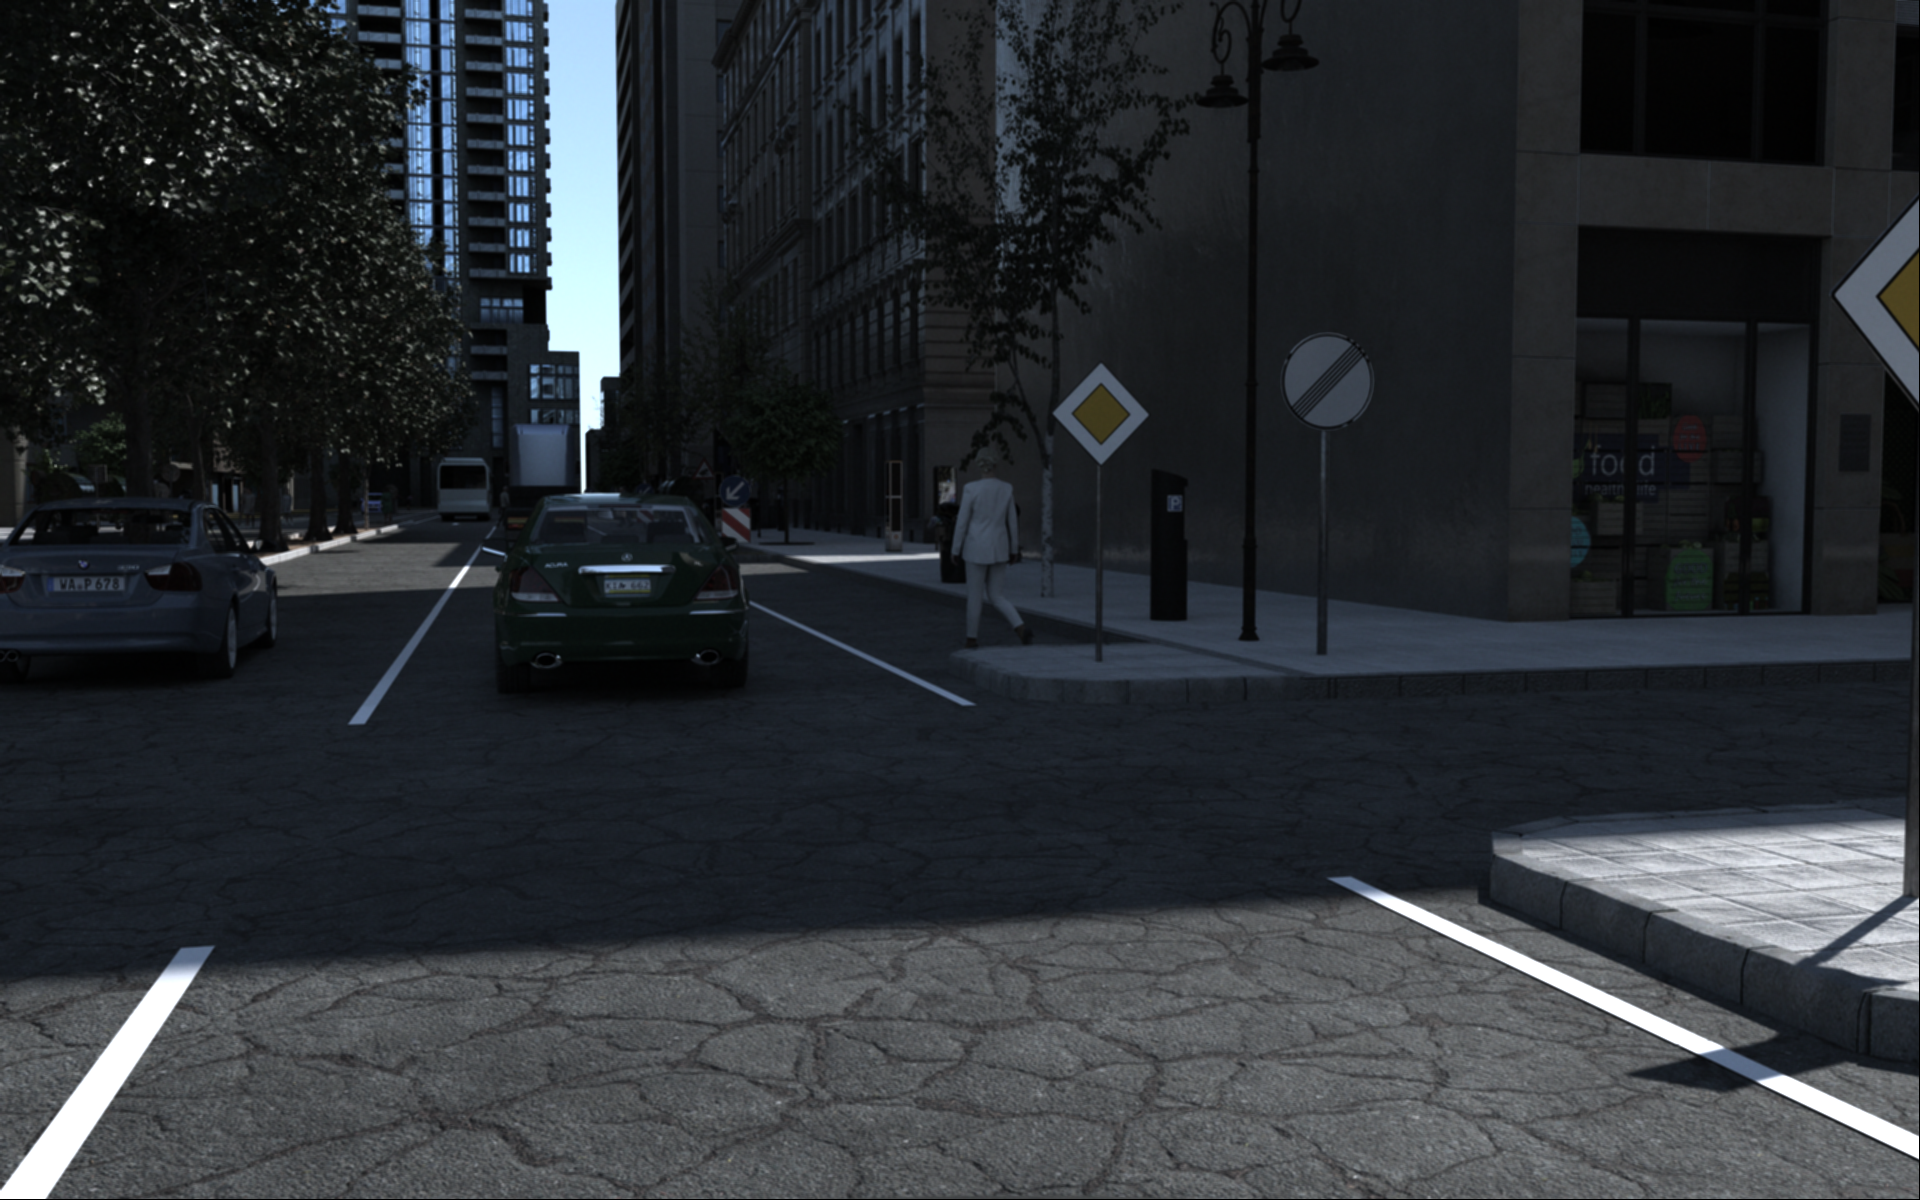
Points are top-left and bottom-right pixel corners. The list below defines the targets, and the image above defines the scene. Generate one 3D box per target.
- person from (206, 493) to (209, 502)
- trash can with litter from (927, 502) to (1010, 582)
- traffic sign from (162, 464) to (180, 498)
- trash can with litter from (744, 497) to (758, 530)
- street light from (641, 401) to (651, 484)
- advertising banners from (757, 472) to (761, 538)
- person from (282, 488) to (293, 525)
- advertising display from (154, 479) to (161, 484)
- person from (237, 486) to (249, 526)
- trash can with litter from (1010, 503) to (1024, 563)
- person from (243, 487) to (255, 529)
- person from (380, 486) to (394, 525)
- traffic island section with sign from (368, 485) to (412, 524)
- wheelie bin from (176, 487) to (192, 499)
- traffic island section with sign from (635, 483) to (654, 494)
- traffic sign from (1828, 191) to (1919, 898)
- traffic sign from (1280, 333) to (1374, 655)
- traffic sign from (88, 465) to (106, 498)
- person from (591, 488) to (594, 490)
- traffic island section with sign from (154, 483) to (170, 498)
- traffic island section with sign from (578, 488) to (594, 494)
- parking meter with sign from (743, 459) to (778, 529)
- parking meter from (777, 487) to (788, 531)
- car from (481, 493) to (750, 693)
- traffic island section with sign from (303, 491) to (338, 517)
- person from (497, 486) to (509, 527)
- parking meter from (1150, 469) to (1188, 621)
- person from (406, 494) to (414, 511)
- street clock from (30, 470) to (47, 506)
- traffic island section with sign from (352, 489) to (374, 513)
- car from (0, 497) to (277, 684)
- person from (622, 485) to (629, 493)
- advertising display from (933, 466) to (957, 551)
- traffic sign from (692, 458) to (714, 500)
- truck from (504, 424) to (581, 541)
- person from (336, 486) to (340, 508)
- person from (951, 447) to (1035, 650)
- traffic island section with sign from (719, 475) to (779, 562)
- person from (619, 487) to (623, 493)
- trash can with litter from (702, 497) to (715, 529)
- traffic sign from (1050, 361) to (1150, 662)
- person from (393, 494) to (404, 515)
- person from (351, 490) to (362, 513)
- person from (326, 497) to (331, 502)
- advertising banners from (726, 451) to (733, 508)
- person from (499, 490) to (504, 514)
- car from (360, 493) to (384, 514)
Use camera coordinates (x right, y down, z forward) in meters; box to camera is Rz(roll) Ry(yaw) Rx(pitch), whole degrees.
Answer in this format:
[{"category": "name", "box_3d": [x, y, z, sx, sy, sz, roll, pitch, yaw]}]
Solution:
[{"category": "person", "box_3d": [-30.888, -3.792, 70.594, 0.850, 1.850, 0.679, -1, 4, -20]}, {"category": "trash can with litter", "box_3d": [0.089, -0.848, 25.255, 1.055, 1.170, 0.624, -3, 5, -42]}, {"category": "traffic sign", "box_3d": [-33.232, -4.455, 72.951, 0.768, 2.556, 0.104, -1, 4, -8]}, {"category": "trash can with litter", "box_3d": [-7.510, -3.049, 61.239, 0.624, 1.170, 1.055, -2, 4, -25]}, {"category": "street light", "box_3d": [-15.552, -6.932, 86.127, 0.468, 5.910, 1.993, -1, 4, -14]}, {"category": "advertising banners", "box_3d": [-5.982, -3.391, 51.631, 0.090, 3.025, 2.074, 0, 4, -5]}, {"category": "person", "box_3d": [-30.929, -4.291, 79.663, 0.512, 1.701, 0.522, -1, 4, -9]}, {"category": "advertising display", "box_3d": [-34.189, -4.160, 73.225, 0.974, 1.923, 0.123, 1, 4, 22]}, {"category": "person", "box_3d": [-31.878, -4.177, 77.134, 0.599, 1.781, 0.374, 0, 4, -2]}, {"category": "trash can with litter", "box_3d": [0.851, -1.291, 32.500, 0.624, 1.170, 1.055, 1, 4, 11]}, {"category": "person", "box_3d": [-29.405, -3.819, 71.699, 0.466, 1.731, 0.760, -1, 4, -17]}, {"category": "person", "box_3d": [-26.678, -4.397, 80.636, 0.600, 1.795, 0.529, -2, 4, -28]}, {"category": "traffic island section with sign", "box_3d": [-27.400, -4.593, 83.233, 2.006, 1.907, 1.989, -1, 4, -14]}, {"category": "wheelie bin", "box_3d": [-34.733, -4.260, 77.564, 0.693, 1.594, 0.980, -2, 4, -26]}, {"category": "traffic island section with sign", "box_3d": [-11.674, -3.343, 63.280, 1.989, 1.847, 2.006, -1, 4, -14]}, {"category": "traffic sign", "box_3d": [3.035, -0.111, 5.464, 0.795, 2.450, 0.064, -1, 4, -14]}, {"category": "traffic sign", "box_3d": [2.895, -0.836, 13.777, 0.768, 2.556, 0.104, -1, 4, -9]}, {"category": "traffic sign", "box_3d": [-30.219, -3.581, 60.673, 0.606, 2.300, 0.079, 0, 4, -7]}, {"category": "person", "box_3d": [-24.775, -6.606, 116.516, 0.705, 1.824, 1.348, 0, 4, -8]}, {"category": "traffic island section with sign", "box_3d": [-27.405, -3.096, 59.254, 1.989, 1.847, 2.006, -1, 4, -14]}, {"category": "traffic island section with sign", "box_3d": [-24.132, -6.328, 112.083, 1.989, 1.847, 2.006, -1, 4, -14]}, {"category": "parking meter with sign", "box_3d": [-7.378, -4.130, 63.782, 0.543, 3.016, 1.738, 2, 4, 28]}, {"category": "parking meter", "box_3d": [-6.169, -3.176, 60.336, 0.372, 1.533, 0.369, 0, 3, 0]}, {"category": "car", "box_3d": [-2.799, -0.137, 14.043, 2.131, 1.459, 4.920, -1, 4, -13]}, {"category": "traffic island section with sign", "box_3d": [-39.804, -6.072, 107.905, 1.989, 1.847, 2.006, -1, 4, -14]}, {"category": "person", "box_3d": [-19.711, -4.043, 75.087, 0.782, 1.767, 0.515, 3, 5, 42]}, {"category": "parking meter", "box_3d": [2.128, -0.564, 17.630, 0.372, 1.533, 0.369, 0, 3, 0]}, {"category": "person", "box_3d": [-47.729, -8.476, 150.308, 0.697, 1.427, 0.421, -2, 4, -33]}, {"category": "street clock", "box_3d": [-28.074, -2.950, 52.800, 0.471, 2.002, 0.358, 2, 4, 28]}, {"category": "traffic island section with sign", "box_3d": [-46.473, -7.670, 134.026, 1.989, 1.847, 2.006, -1, 4, -14]}, {"category": "car", "box_3d": [-6.849, -0.153, 14.509, 2.014, 1.417, 4.499, -1, 4, -15]}, {"category": "person", "box_3d": [-14.687, -4.110, 75.802, 0.767, 1.812, 0.694, 1, 4, 21]}, {"category": "advertising display", "box_3d": [-0.339, -2.106, 39.653, 0.123, 1.923, 0.974, 2, 4, 26]}, {"category": "traffic sign", "box_3d": [-9.117, -3.780, 61.811, 0.884, 2.594, 0.081, -1, 4, -12]}, {"category": "truck", "box_3d": [-14.704, -4.369, 61.199, 2.967, 4.110, 18.799, -1, 4, -14]}, {"category": "person", "box_3d": [-27.516, -4.203, 77.198, 0.573, 1.828, 0.580, 1, 4, 14]}, {"category": "person", "box_3d": [0.279, -0.409, 15.071, 0.818, 1.842, 0.514, 3, 5, 41]}, {"category": "traffic island section with sign", "box_3d": [-5.017, -1.745, 37.157, 1.989, 1.847, 2.006, -1, 4, -14]}, {"category": "person", "box_3d": [-15.849, -4.413, 81.130, 0.782, 1.767, 0.515, 2, 4, 30]}, {"category": "trash can with litter", "box_3d": [-8.735, -2.989, 60.257, 0.624, 1.170, 1.055, -1, 4, -17]}, {"category": "traffic sign", "box_3d": [1.061, -0.585, 13.202, 0.795, 2.450, 0.064, -1, 4, -14]}, {"category": "person", "box_3d": [-39.200, -6.789, 120.223, 1.217, 1.743, 0.721, -1, 4, -13]}, {"category": "person", "box_3d": [-45.368, -7.377, 129.896, 1.217, 1.735, 0.721, 1, 4, 9]}, {"category": "person", "box_3d": [-40.618, -6.209, 110.022, 1.348, 1.824, 0.705, -3, 5, -42]}, {"category": "advertising banners", "box_3d": [-8.813, -4.296, 66.421, 0.090, 3.025, 2.074, 0, 4, -1]}, {"category": "person", "box_3d": [-32.525, -6.950, 123.048, 0.530, 1.710, 0.541, -1, 4, -12]}, {"category": "car", "box_3d": [-41.581, -6.942, 123.087, 1.945, 1.707, 3.694, -1, 4, -15]}]
